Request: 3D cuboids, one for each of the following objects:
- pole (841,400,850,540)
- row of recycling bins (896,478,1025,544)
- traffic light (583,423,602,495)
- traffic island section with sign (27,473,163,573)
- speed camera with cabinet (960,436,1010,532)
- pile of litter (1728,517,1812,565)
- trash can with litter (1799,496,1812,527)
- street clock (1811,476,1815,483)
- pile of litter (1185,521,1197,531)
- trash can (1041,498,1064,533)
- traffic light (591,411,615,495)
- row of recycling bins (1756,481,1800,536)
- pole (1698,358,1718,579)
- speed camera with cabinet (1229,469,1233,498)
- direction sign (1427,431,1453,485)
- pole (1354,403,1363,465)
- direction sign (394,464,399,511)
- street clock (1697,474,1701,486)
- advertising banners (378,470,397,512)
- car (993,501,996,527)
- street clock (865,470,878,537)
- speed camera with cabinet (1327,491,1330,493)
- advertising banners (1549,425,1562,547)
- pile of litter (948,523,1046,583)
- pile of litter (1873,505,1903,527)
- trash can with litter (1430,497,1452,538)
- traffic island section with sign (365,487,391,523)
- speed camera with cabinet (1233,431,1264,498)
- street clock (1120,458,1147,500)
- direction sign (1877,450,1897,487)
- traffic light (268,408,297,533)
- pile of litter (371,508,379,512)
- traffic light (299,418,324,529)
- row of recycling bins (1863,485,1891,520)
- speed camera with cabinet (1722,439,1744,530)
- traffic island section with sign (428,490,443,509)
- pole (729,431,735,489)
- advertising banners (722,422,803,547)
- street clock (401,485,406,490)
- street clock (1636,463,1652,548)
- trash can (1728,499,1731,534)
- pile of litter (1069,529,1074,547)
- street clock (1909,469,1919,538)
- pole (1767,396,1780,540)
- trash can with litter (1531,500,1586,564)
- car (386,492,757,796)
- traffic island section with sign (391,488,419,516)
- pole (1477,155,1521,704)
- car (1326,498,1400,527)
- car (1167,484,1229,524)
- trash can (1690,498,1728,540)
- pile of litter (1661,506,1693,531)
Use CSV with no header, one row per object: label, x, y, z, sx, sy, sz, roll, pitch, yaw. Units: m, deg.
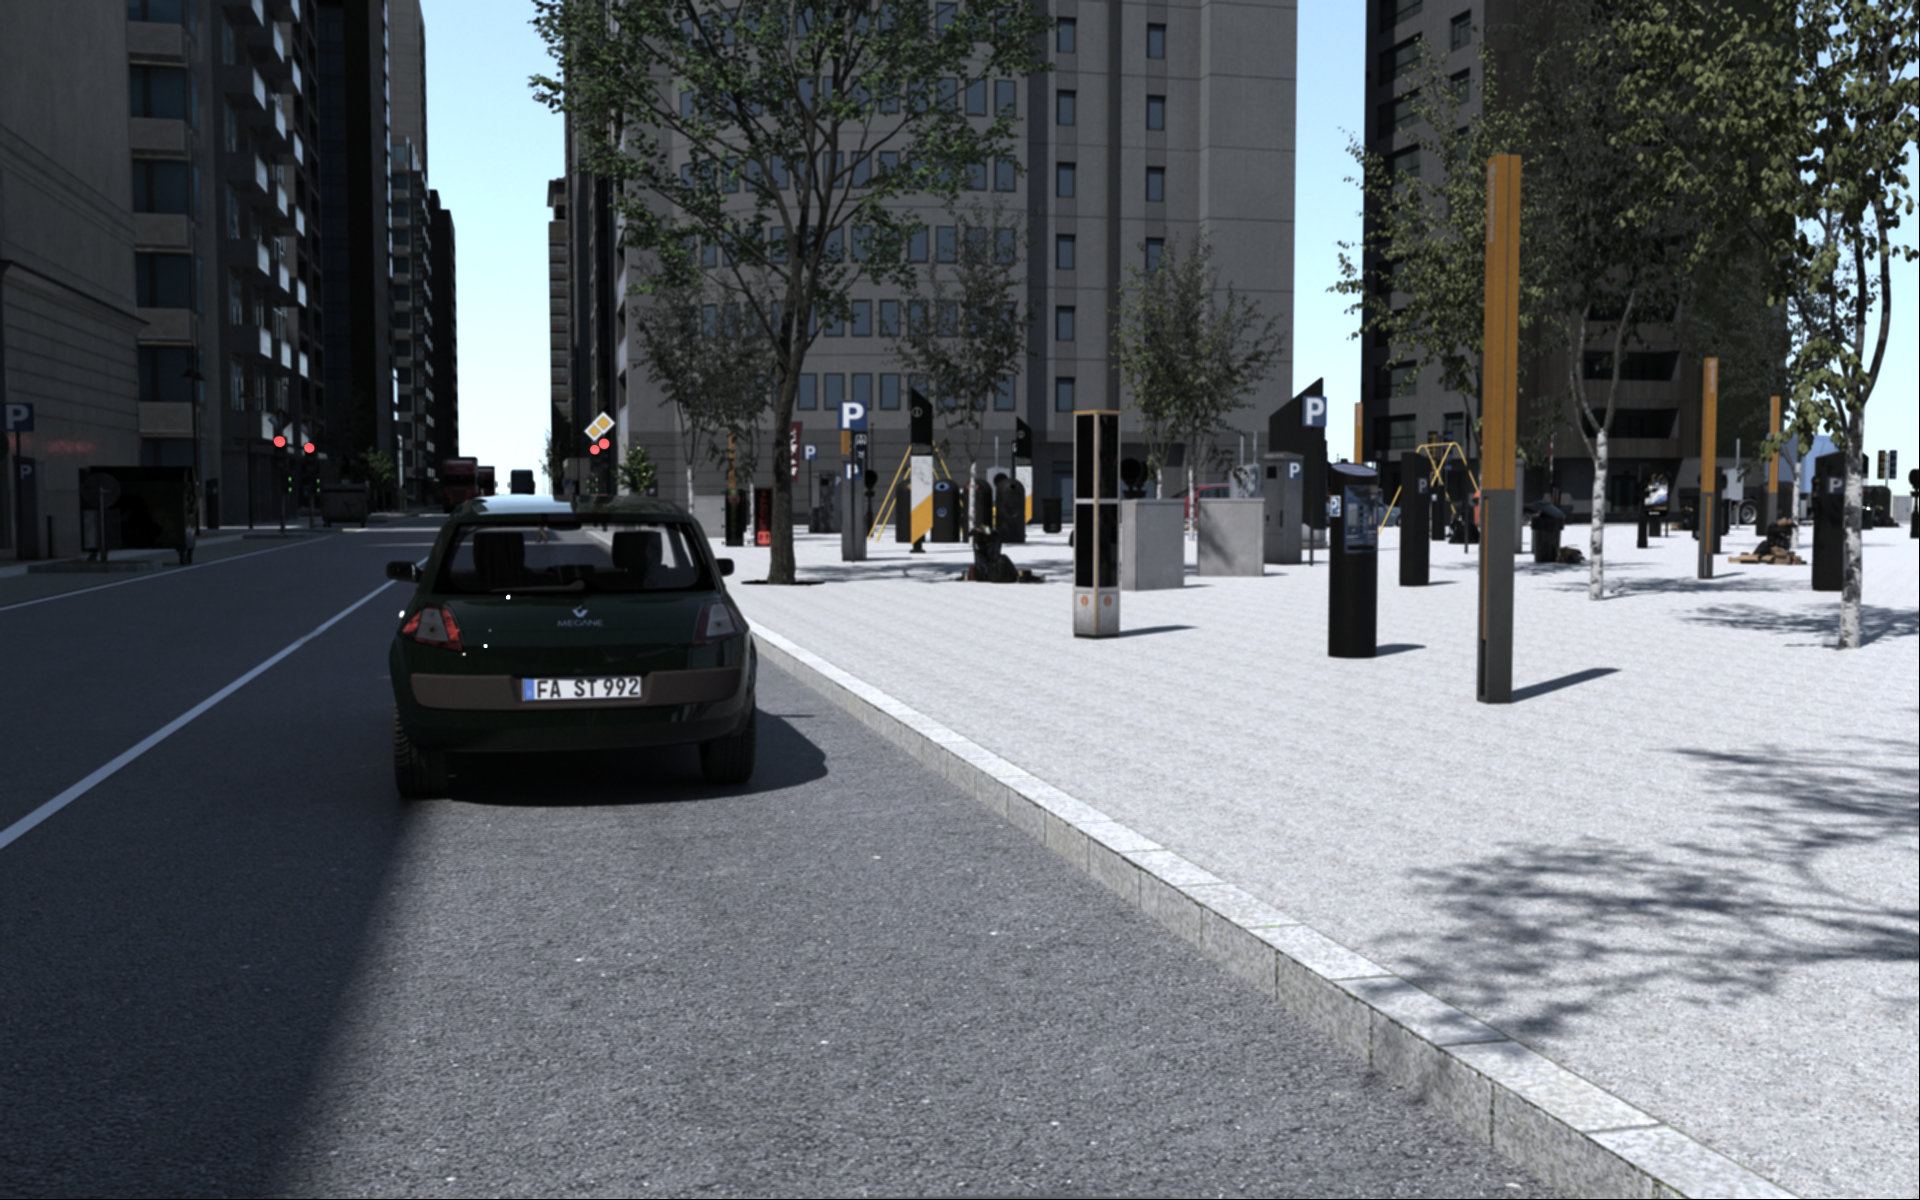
pole,-2.472,-2.671,37.520,0.158,3.312,0.155,0,3,0
row of recycling bins,-0.001,-2.355,45.614,3.534,1.692,1.069,1,4,13
traffic light,-14.064,-4.753,66.628,0.839,4.253,0.868,-1,4,-14
traffic island section with sign,-16.019,-1.442,32.201,1.989,1.847,2.006,-1,4,-14
speed camera with cabinet,0.661,-3.955,58.996,2.038,3.252,0.660,-1,4,-17
pile of litter,14.958,-1.101,31.966,1.176,0.858,1.719,0,4,-4
trash can with litter,33.755,-3.558,69.236,2.233,1.210,1.678,-1,4,-20
street clock,32.515,-3.734,65.622,0.471,2.002,0.358,-1,4,-9
pile of litter,8.276,-2.855,60.639,1.176,0.858,1.719,0,4,7
trash can,3.018,-2.751,56.630,0.748,1.137,0.748,0,3,0
traffic light,-12.116,-4.279,58.883,0.839,4.253,0.868,-1,4,-14
row of recycling bins,25.452,-2.866,53.965,1.069,1.692,3.534,2,4,33
pole,11.250,-1.970,26.046,0.158,3.312,0.155,0,3,0
speed camera with cabinet,10.284,-3.972,59.271,2.038,3.252,0.660,0,4,-3
direction sign,17.268,-4.303,62.358,0.876,3.537,0.379,0,4,7
pole,8.888,-2.744,38.704,0.158,3.312,0.155,0,3,0
direction sign,-42.654,-8.500,130.967,0.379,3.537,0.876,-2,4,-26
street clock,24.731,-3.236,57.484,0.471,2.002,0.358,0,4,8
advertising banners,-42.103,-8.036,127.572,0.090,3.025,2.074,1,4,22
car,0.453,-3.508,67.575,3.980,1.641,2.015,-1,4,-13
street clock,-2.687,-2.870,51.498,0.471,2.002,0.358,0,4,3
speed camera with cabinet,23.353,-6.833,106.053,2.038,3.252,0.660,-2,4,-27
advertising banners,13.977,-2.722,40.690,0.090,3.025,2.074,1,4,13
pile of litter,0.551,-0.707,25.530,1.176,0.858,1.719,-2,4,-27
pile of litter,35.516,-3.247,67.056,1.176,0.858,1.719,-3,5,-44
trash can with litter,14.513,-2.421,50.636,2.233,1.210,1.678,0,4,-1
traffic island section with sign,-29.589,-4.743,86.176,1.989,1.847,2.006,-1,4,-14
speed camera with cabinet,9.311,-3.699,54.807,0.660,3.252,2.038,2,4,24
street clock,3.424,-1.846,34.754,0.471,2.002,0.358,1,4,17
direction sign,47.896,-5.965,89.524,0.876,3.537,0.379,1,4,14
traffic light,-22.065,-4.126,56.374,0.839,4.253,0.868,-1,4,-14
pile of litter,-42.170,-6.682,123.213,1.719,0.858,1.176,-1,4,-22
traffic light,-24.012,-4.599,64.119,0.839,4.253,0.868,-1,4,-14
row of recycling bins,44.184,-4.721,84.295,1.069,1.692,3.534,0,4,3
speed camera with cabinet,27.731,-4.190,62.849,0.660,3.252,2.038,0,4,2
traffic island section with sign,-48.478,-9.337,161.291,1.989,1.847,2.006,-1,4,-14
pole,-7.344,-3.794,55.881,0.158,3.312,0.155,0,3,0
advertising banners,-4.797,-2.805,42.051,2.074,3.025,0.090,1,4,13
street clock,-43.846,-8.071,136.524,0.358,2.002,0.471,-2,4,-31
street clock,16.159,-2.226,40.960,0.358,2.002,0.471,0,4,5
trash can,23.399,-2.555,53.427,0.748,1.137,0.748,0,3,0
pile of litter,3.289,-1.723,42.135,1.176,0.858,1.719,3,5,40
street clock,27.672,-2.786,50.118,0.358,2.002,0.471,0,4,-2
pole,17.028,-2.595,36.268,0.158,3.312,0.155,0,3,0
trash can with litter,11.182,-1.279,32.292,0.624,1.170,1.055,-2,4,-33
car,-2.210,0.002,9.752,2.009,1.686,4.222,-1,4,-14
traffic island section with sign,-36.239,-6.359,112.599,1.989,1.847,2.006,-1,4,-14
pole,3.289,-1.023,10.567,0.158,3.312,0.155,0,3,0
car,16.487,-3.614,71.094,4.499,1.417,2.014,-1,4,-12
car,9.540,-3.613,67.753,5.304,1.827,2.281,-1,4,-15
trash can,20.615,-2.221,47.962,0.748,1.137,0.748,0,3,0
pile of litter,25.499,-2.864,60.791,1.719,0.858,1.176,3,4,37
